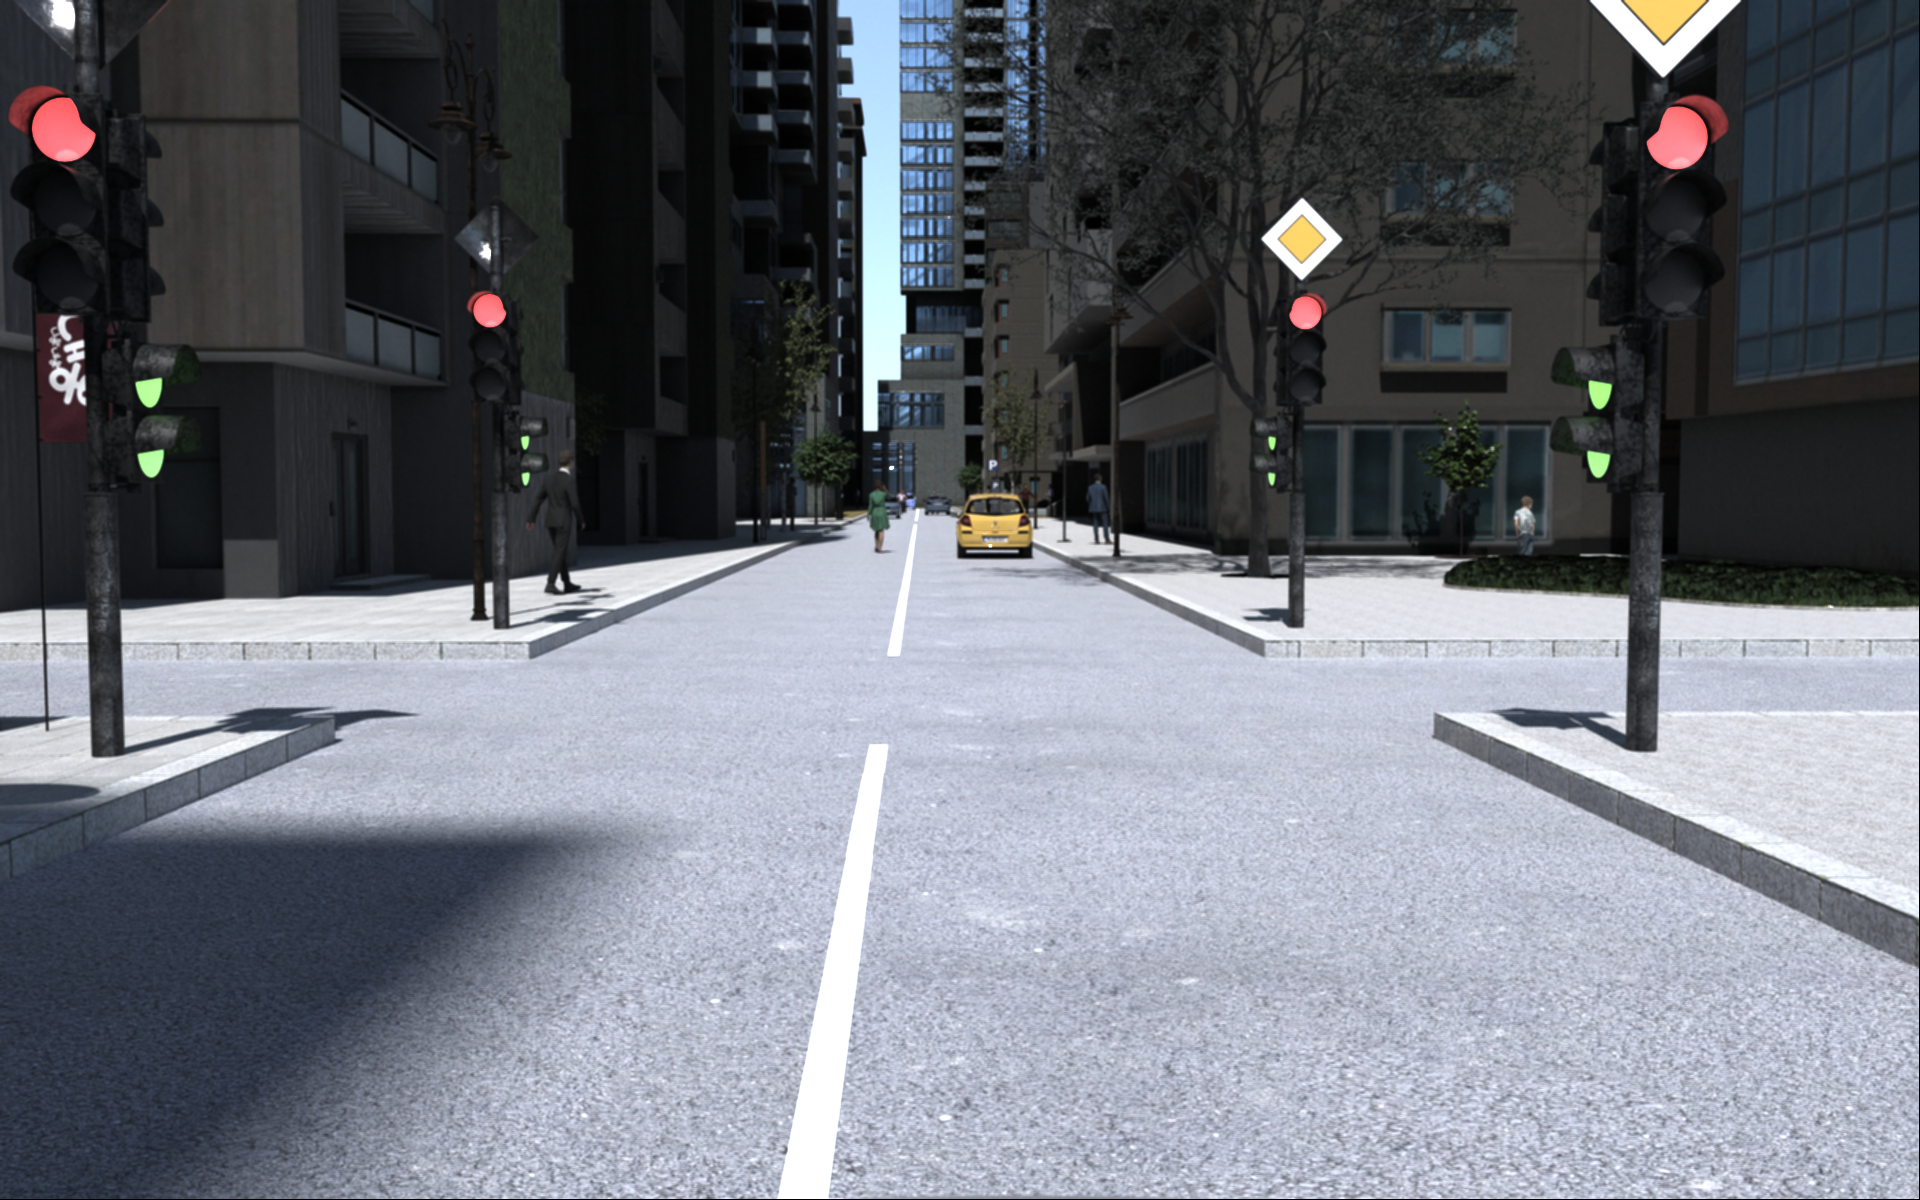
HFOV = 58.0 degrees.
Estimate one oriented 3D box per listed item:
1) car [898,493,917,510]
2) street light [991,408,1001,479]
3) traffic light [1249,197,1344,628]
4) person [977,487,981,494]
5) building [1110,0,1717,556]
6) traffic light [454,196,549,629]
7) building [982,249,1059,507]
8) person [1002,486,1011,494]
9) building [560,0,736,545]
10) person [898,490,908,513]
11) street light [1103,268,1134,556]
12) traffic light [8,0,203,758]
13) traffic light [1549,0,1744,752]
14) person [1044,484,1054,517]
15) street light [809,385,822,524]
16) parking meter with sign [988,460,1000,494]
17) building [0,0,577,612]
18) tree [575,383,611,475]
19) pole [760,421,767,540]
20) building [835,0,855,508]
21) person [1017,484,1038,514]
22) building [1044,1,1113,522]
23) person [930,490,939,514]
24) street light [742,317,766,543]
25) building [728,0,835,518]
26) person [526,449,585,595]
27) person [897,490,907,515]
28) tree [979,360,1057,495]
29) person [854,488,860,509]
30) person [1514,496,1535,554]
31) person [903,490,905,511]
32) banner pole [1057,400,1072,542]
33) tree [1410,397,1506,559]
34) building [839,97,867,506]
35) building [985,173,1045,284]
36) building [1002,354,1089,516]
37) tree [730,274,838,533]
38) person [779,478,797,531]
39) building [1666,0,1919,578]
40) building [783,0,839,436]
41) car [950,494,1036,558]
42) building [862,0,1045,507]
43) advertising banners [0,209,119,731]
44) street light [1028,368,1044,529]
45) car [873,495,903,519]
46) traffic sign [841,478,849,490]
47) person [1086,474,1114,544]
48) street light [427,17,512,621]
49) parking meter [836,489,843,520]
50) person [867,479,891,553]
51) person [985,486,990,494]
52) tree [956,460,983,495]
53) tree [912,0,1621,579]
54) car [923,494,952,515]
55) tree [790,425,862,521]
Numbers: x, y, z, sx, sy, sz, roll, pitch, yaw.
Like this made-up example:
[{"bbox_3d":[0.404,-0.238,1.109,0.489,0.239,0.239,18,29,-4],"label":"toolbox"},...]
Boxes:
[{"bbox_3d":[-4.980,-9.183,159.728,1.945,1.707,3.694,0,4,-2],"label":"car"},{"bbox_3d":[1.895,-7.251,91.334,0.468,5.910,1.993,0,4,-1],"label":"street light"},{"bbox_3d":[3.214,-1.690,16.549,0.839,4.253,0.868,0,4,-1],"label":"traffic light"},{"bbox_3d":[1.452,-8.002,136.976,0.705,1.812,1.348,-1,4,-20],"label":"person"},{"bbox_3d":[15.820,-25.775,45.124,21.300,48.544,21.600,0,4,-1],"label":"building"},{"bbox_3d":[-4.345,-1.678,16.362,0.839,4.253,0.868,0,4,-1],"label":"traffic light"},{"bbox_3d":[16.049,-17.875,137.296,27.650,21.520,28.899,0,4,-1],"label":"building"},{"bbox_3d":[2.427,-5.278,93.124,1.217,1.735,0.721,-2,4,-35],"label":"person"},{"bbox_3d":[-13.728,-16.724,45.139,14.160,30.474,14.107,0,4,-1],"label":"building"},{"bbox_3d":[-4.366,-7.653,134.149,0.721,1.766,1.217,2,4,35],"label":"person"},{"bbox_3d":[3.229,-3.837,35.520,0.468,5.910,1.993,0,4,-1],"label":"street light"},{"bbox_3d":[-4.163,-1.190,8.379,0.839,4.253,0.868,0,4,-1],"label":"traffic light"},{"bbox_3d":[3.396,-1.202,8.566,0.839,4.253,0.868,0,4,-1],"label":"traffic light"},{"bbox_3d":[4.899,-5.527,96.279,0.599,1.838,0.709,1,4,14],"label":"person"},{"bbox_3d":[-6.113,-6.155,73.426,0.468,5.910,1.993,0,4,-1],"label":"street light"},{"bbox_3d":[1.739,-5.558,87.127,0.543,3.016,1.738,0,4,-5],"label":"parking meter with sign"},{"bbox_3d":[-13.715,-20.743,22.750,14.154,41.232,14.086,0,4,-1],"label":"building"},{"bbox_3d":[-9.015,-3.167,35.492,4.285,4.588,4.351,0,3,0],"label":"tree"},{"bbox_3d":[-5.480,-3.325,48.200,0.158,3.312,0.155,0,3,0],"label":"pole"},{"bbox_3d":[-24.746,-32.601,152.642,30.456,49.044,23.786,0,4,-1],"label":"building"},{"bbox_3d":[3.585,-5.423,94.667,1.348,1.831,0.705,-1,4,-14],"label":"person"},{"bbox_3d":[18.113,-29.866,77.542,28.713,52.752,27.495,0,4,-1],"label":"building"},{"bbox_3d":[-1.821,-7.014,124.103,0.530,1.710,0.541,-2,4,-25],"label":"person"},{"bbox_3d":[-5.368,-4.436,45.317,0.468,5.910,1.993,0,4,-1],"label":"street light"},{"bbox_3d":[-18.697,-48.467,105.106,22.319,86.520,31.000,0,4,-1],"label":"building"},{"bbox_3d":[-5.074,-1.001,22.188,0.659,1.850,0.755,2,4,34],"label":"person"},{"bbox_3d":[-4.082,-6.824,121.008,0.756,1.711,0.436,0,4,5],"label":"person"},{"bbox_3d":[3.139,-8.906,95.970,4.737,8.622,4.395,0,3,0],"label":"tree"},{"bbox_3d":[-9.064,-8.881,151.120,0.599,1.838,0.709,1,4,9],"label":"person"},{"bbox_3d":[8.756,-0.990,26.910,0.332,1.250,0.352,2,4,28],"label":"person"},{"bbox_3d":[-4.496,-8.046,140.773,0.721,1.735,1.217,-1,4,-15],"label":"person"},{"bbox_3d":[2.807,-3.459,46.580,0.401,3.779,0.863,0,4,2],"label":"banner pole"},{"bbox_3d":[10.100,-2.438,34.462,1.663,3.219,1.824,0,3,0],"label":"tree"},{"bbox_3d":[-24.631,-32.493,185.882,28.867,44.769,22.147,0,4,-1],"label":"building"},{"bbox_3d":[9.184,-23.660,158.549,14.160,30.474,14.107,0,4,-1],"label":"building"},{"bbox_3d":[19.058,-25.571,109.973,32.217,40.220,23.993,0,4,-1],"label":"building"},{"bbox_3d":[-6.105,-6.565,57.708,4.737,8.622,4.395,0,3,0],"label":"tree"},{"bbox_3d":[-6.018,-3.351,60.637,0.655,1.846,0.447,-1,4,-12],"label":"person"},{"bbox_3d":[20.609,-22.921,24.869,14.200,45.320,14.600,0,4,-1],"label":"building"},{"bbox_3d":[-16.326,-29.289,128.981,14.600,45.320,14.200,0,4,-1],"label":"building"},{"bbox_3d":[0.769,-1.821,39.993,2.015,1.641,3.980,0,4,0],"label":"car"},{"bbox_3d":[5.289,-53.386,185.540,31.000,86.520,22.319,0,4,-1],"label":"building"},{"bbox_3d":[-5.451,-0.798,9.227,2.074,3.025,0.090,0,4,-5],"label":"advertising banners"},{"bbox_3d":[2.776,-5.546,63.465,0.468,5.910,1.993,0,4,-1],"label":"street light"},{"bbox_3d":[-4.396,-5.525,102.336,2.014,1.417,4.499,0,4,-2],"label":"car"},{"bbox_3d":[-6.144,-5.499,90.014,0.768,2.556,0.104,1,4,8],"label":"traffic sign"},{"bbox_3d":[3.571,-2.319,44.144,0.721,1.800,0.419,2,4,25],"label":"person"},{"bbox_3d":[-4.889,-2.731,17.447,0.468,5.910,1.993,0,4,-1],"label":"street light"},{"bbox_3d":[-6.044,-4.801,86.914,0.372,1.533,0.369,0,3,0],"label":"parking meter"},{"bbox_3d":[-1.989,-2.052,42.294,0.600,1.795,0.529,0,4,3],"label":"person"},{"bbox_3d":[1.762,-6.258,108.374,0.705,1.823,1.348,3,4,36],"label":"person"},{"bbox_3d":[1.212,-11.305,168.549,4.285,4.588,4.351,0,3,0],"label":"tree"},{"bbox_3d":[4.475,-7.087,26.250,12.009,13.543,11.850,0,3,0],"label":"tree"},{"bbox_3d":[-1.551,-6.550,119.088,2.014,1.417,4.499,0,4,-2],"label":"car"},{"bbox_3d":[-6.340,-5.988,81.620,4.285,4.588,4.351,0,3,0],"label":"tree"}]
